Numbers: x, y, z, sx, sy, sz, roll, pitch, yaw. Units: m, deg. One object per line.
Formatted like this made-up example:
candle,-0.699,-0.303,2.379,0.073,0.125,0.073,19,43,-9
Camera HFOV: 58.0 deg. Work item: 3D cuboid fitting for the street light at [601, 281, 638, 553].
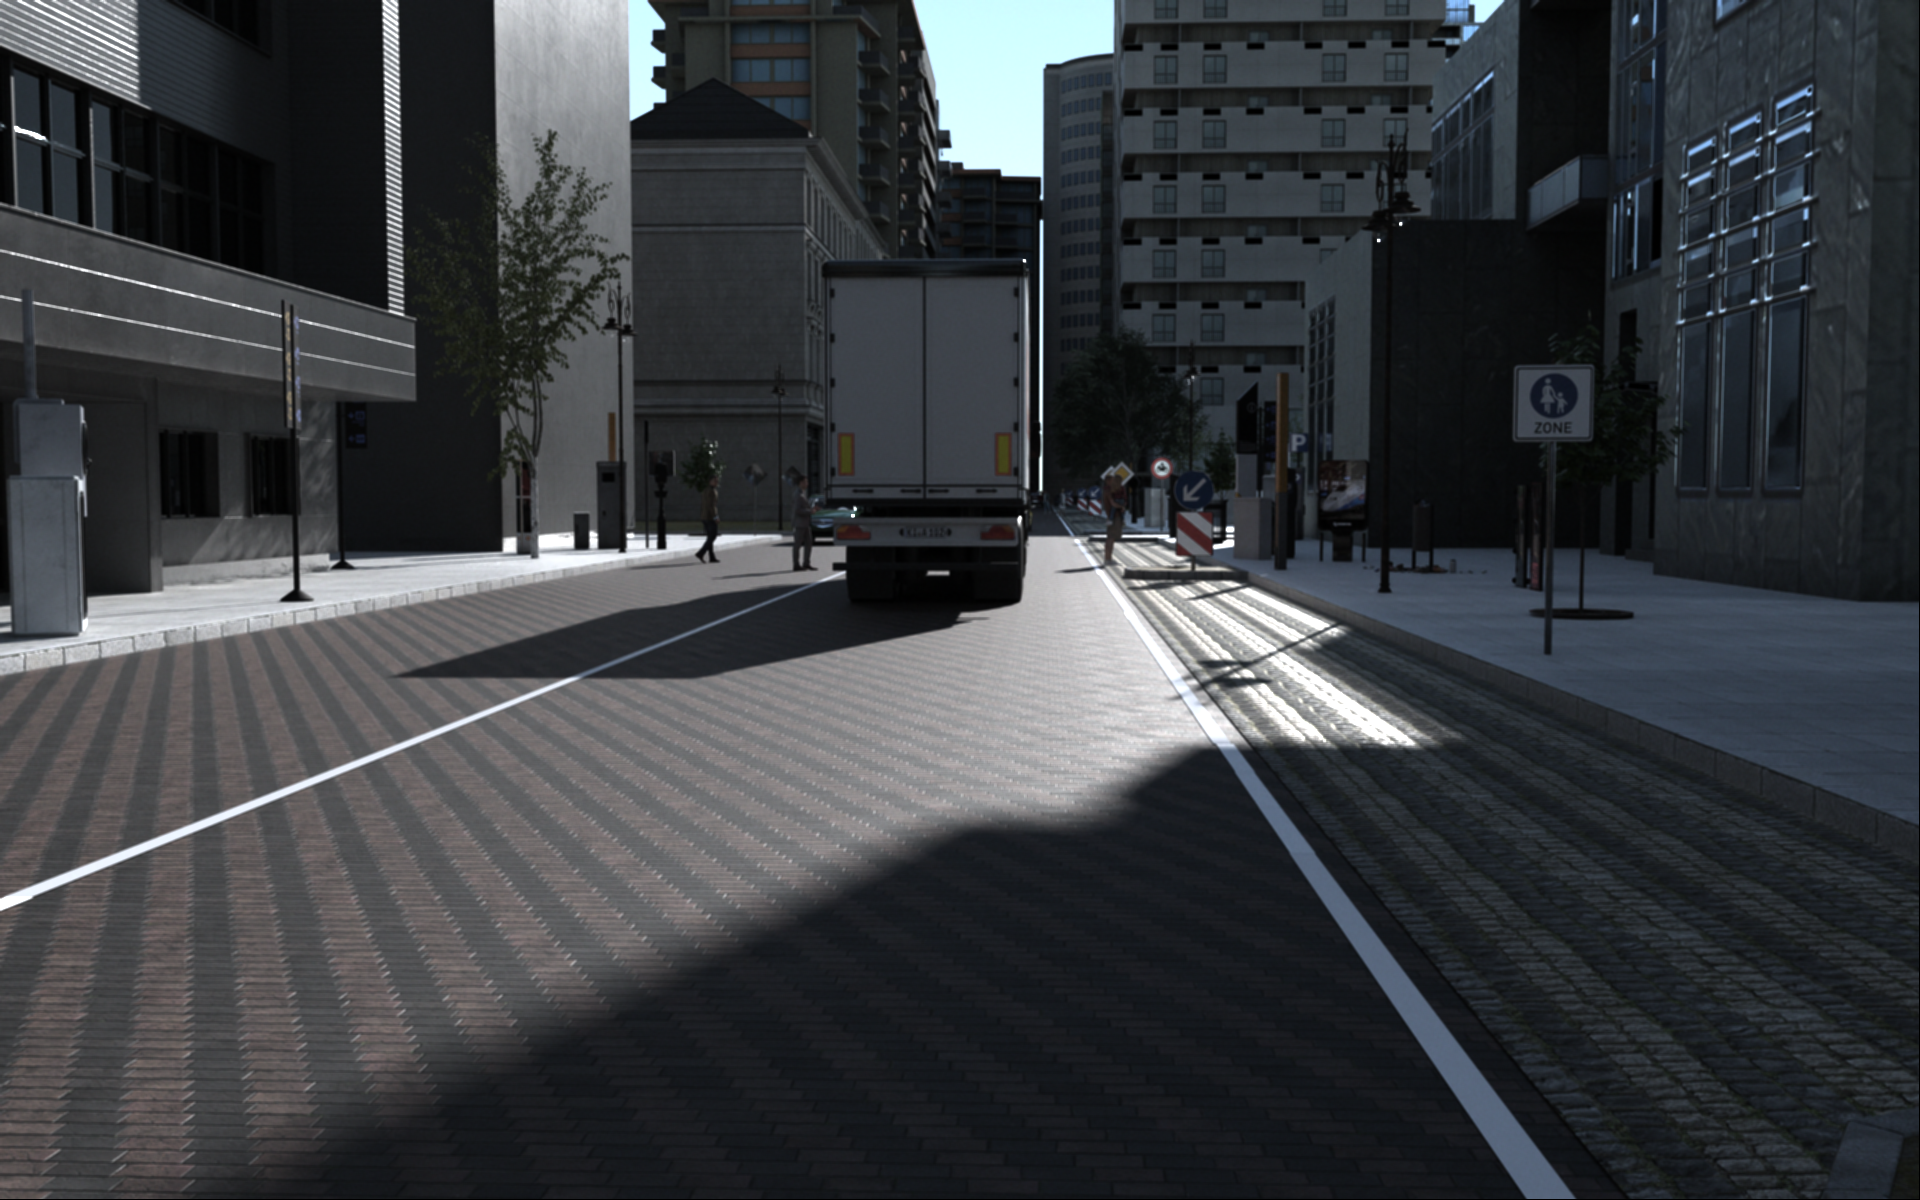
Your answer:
street light,-7.398,-3.975,37.785,0.468,5.910,1.993,0,4,3

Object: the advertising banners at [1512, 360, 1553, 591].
advertising banners,7.676,-1.640,23.001,0.090,3.025,2.074,0,4,3

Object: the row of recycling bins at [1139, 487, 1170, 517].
row of recycling bins,11.578,-5.497,96.983,3.534,1.692,1.069,-1,4,-20

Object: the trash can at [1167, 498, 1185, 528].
trash can,7.798,-3.099,62.320,0.748,1.137,0.748,0,3,0

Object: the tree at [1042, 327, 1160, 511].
tree,10.769,-13.856,133.203,9.857,13.997,8.962,0,3,0

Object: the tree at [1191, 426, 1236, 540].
tree,7.308,-3.332,49.078,1.663,3.219,1.824,0,3,0

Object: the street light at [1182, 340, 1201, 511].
street light,6.933,-4.845,51.995,0.468,5.910,1.993,0,4,3

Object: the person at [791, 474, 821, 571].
person,-2.876,-1.448,32.373,0.583,1.804,0.606,0,3,0

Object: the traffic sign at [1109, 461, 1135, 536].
traffic sign,4.899,-2.988,52.494,0.795,2.450,0.064,0,4,3

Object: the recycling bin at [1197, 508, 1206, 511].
recycling bin,10.850,-4.072,79.137,0.722,1.027,0.722,0,4,6

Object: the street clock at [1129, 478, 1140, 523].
street clock,7.627,-4.353,75.745,0.471,2.002,0.358,2,4,34

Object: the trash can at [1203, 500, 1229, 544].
trash can,6.613,-2.038,44.973,0.748,1.137,0.748,0,3,0

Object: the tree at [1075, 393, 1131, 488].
tree,10.420,-10.472,121.575,4.360,8.622,3.978,0,3,0

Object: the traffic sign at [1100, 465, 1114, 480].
traffic sign,5.282,-3.476,60.470,0.795,2.450,0.064,0,4,3

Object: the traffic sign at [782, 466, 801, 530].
traffic sign,-5.899,-3.510,61.024,0.795,2.450,0.064,0,4,3

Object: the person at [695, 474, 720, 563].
person,-5.199,-1.688,36.011,0.656,1.842,0.836,2,4,31

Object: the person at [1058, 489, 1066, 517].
person,6.444,-6.165,109.651,0.624,1.780,0.694,0,4,-6

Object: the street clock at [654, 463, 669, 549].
street clock,-6.948,-2.184,40.283,0.358,2.002,0.471,-1,4,-18

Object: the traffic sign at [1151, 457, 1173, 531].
traffic sign,6.966,-3.649,59.769,0.768,2.556,0.104,0,4,5

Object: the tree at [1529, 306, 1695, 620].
tree,6.424,-1.430,17.980,1.663,3.219,1.824,0,3,0

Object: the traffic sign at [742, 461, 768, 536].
traffic sign,-6.281,-3.022,53.048,0.795,2.450,0.064,0,4,3

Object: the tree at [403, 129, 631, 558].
tree,-8.729,-5.134,34.307,4.737,8.622,4.395,0,3,0

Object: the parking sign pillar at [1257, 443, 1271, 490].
parking sign pillar,15.778,-6.268,90.950,1.447,3.967,1.447,-1,4,-22

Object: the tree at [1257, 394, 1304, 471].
tree,22.678,-10.874,128.151,4.360,8.622,3.978,0,3,0

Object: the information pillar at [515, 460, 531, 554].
information pillar,-9.313,-1.994,37.092,0.304,2.012,0.304,-2,4,-35

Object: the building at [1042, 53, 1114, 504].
building,25.042,-42.006,228.793,28.212,58.520,21.231,0,4,3

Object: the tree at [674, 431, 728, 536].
tree,-7.976,-3.576,53.062,1.663,3.219,1.824,0,3,0

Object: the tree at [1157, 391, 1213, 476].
tree,15.000,-10.183,116.855,4.737,8.622,4.395,0,3,0

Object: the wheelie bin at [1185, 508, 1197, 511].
wheelie bin,17.874,-7.752,134.659,0.693,1.594,0.980,-2,4,-29

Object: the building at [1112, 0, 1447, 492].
building,27.778,-34.717,156.863,28.713,52.752,27.495,0,4,3

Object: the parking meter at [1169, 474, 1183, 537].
parking meter,6.419,-2.785,51.254,0.399,1.863,0.255,-1,4,-12

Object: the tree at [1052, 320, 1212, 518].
tree,9.404,-9.663,92.403,8.767,10.594,7.601,-1,4,-21

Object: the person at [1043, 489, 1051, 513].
person,6.435,-7.381,129.530,0.623,1.781,0.721,2,4,35

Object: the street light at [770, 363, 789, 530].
street light,-6.357,-5.408,61.217,0.468,5.910,1.993,0,4,3

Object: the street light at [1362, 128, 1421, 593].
street light,5.537,-3.034,22.400,0.468,5.910,1.993,0,4,3

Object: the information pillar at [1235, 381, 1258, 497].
information pillar,5.944,-2.723,35.872,0.504,3.616,0.183,-2,4,-25

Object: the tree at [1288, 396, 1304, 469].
tree,24.655,-10.552,122.888,4.737,8.622,4.395,0,3,0

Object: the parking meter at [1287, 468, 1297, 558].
parking meter,6.524,-1.769,34.642,0.399,1.863,0.255,0,4,-2

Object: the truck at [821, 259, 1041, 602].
truck,-0.178,-2.287,26.314,2.839,4.237,11.283,0,4,3

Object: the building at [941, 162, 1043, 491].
building,-3.428,-35.273,231.340,28.867,44.769,22.147,0,4,3

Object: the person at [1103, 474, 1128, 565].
person,3.079,-1.605,34.722,0.580,1.828,0.573,3,4,38

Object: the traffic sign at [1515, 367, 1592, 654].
traffic sign,4.704,-0.713,13.794,0.606,2.300,0.079,1,4,11

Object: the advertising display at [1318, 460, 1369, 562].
advertising display,7.277,-1.693,32.896,0.974,1.923,0.123,2,4,34

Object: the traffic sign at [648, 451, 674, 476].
traffic sign,-7.014,-2.359,40.696,0.606,2.300,0.079,0,4,4
